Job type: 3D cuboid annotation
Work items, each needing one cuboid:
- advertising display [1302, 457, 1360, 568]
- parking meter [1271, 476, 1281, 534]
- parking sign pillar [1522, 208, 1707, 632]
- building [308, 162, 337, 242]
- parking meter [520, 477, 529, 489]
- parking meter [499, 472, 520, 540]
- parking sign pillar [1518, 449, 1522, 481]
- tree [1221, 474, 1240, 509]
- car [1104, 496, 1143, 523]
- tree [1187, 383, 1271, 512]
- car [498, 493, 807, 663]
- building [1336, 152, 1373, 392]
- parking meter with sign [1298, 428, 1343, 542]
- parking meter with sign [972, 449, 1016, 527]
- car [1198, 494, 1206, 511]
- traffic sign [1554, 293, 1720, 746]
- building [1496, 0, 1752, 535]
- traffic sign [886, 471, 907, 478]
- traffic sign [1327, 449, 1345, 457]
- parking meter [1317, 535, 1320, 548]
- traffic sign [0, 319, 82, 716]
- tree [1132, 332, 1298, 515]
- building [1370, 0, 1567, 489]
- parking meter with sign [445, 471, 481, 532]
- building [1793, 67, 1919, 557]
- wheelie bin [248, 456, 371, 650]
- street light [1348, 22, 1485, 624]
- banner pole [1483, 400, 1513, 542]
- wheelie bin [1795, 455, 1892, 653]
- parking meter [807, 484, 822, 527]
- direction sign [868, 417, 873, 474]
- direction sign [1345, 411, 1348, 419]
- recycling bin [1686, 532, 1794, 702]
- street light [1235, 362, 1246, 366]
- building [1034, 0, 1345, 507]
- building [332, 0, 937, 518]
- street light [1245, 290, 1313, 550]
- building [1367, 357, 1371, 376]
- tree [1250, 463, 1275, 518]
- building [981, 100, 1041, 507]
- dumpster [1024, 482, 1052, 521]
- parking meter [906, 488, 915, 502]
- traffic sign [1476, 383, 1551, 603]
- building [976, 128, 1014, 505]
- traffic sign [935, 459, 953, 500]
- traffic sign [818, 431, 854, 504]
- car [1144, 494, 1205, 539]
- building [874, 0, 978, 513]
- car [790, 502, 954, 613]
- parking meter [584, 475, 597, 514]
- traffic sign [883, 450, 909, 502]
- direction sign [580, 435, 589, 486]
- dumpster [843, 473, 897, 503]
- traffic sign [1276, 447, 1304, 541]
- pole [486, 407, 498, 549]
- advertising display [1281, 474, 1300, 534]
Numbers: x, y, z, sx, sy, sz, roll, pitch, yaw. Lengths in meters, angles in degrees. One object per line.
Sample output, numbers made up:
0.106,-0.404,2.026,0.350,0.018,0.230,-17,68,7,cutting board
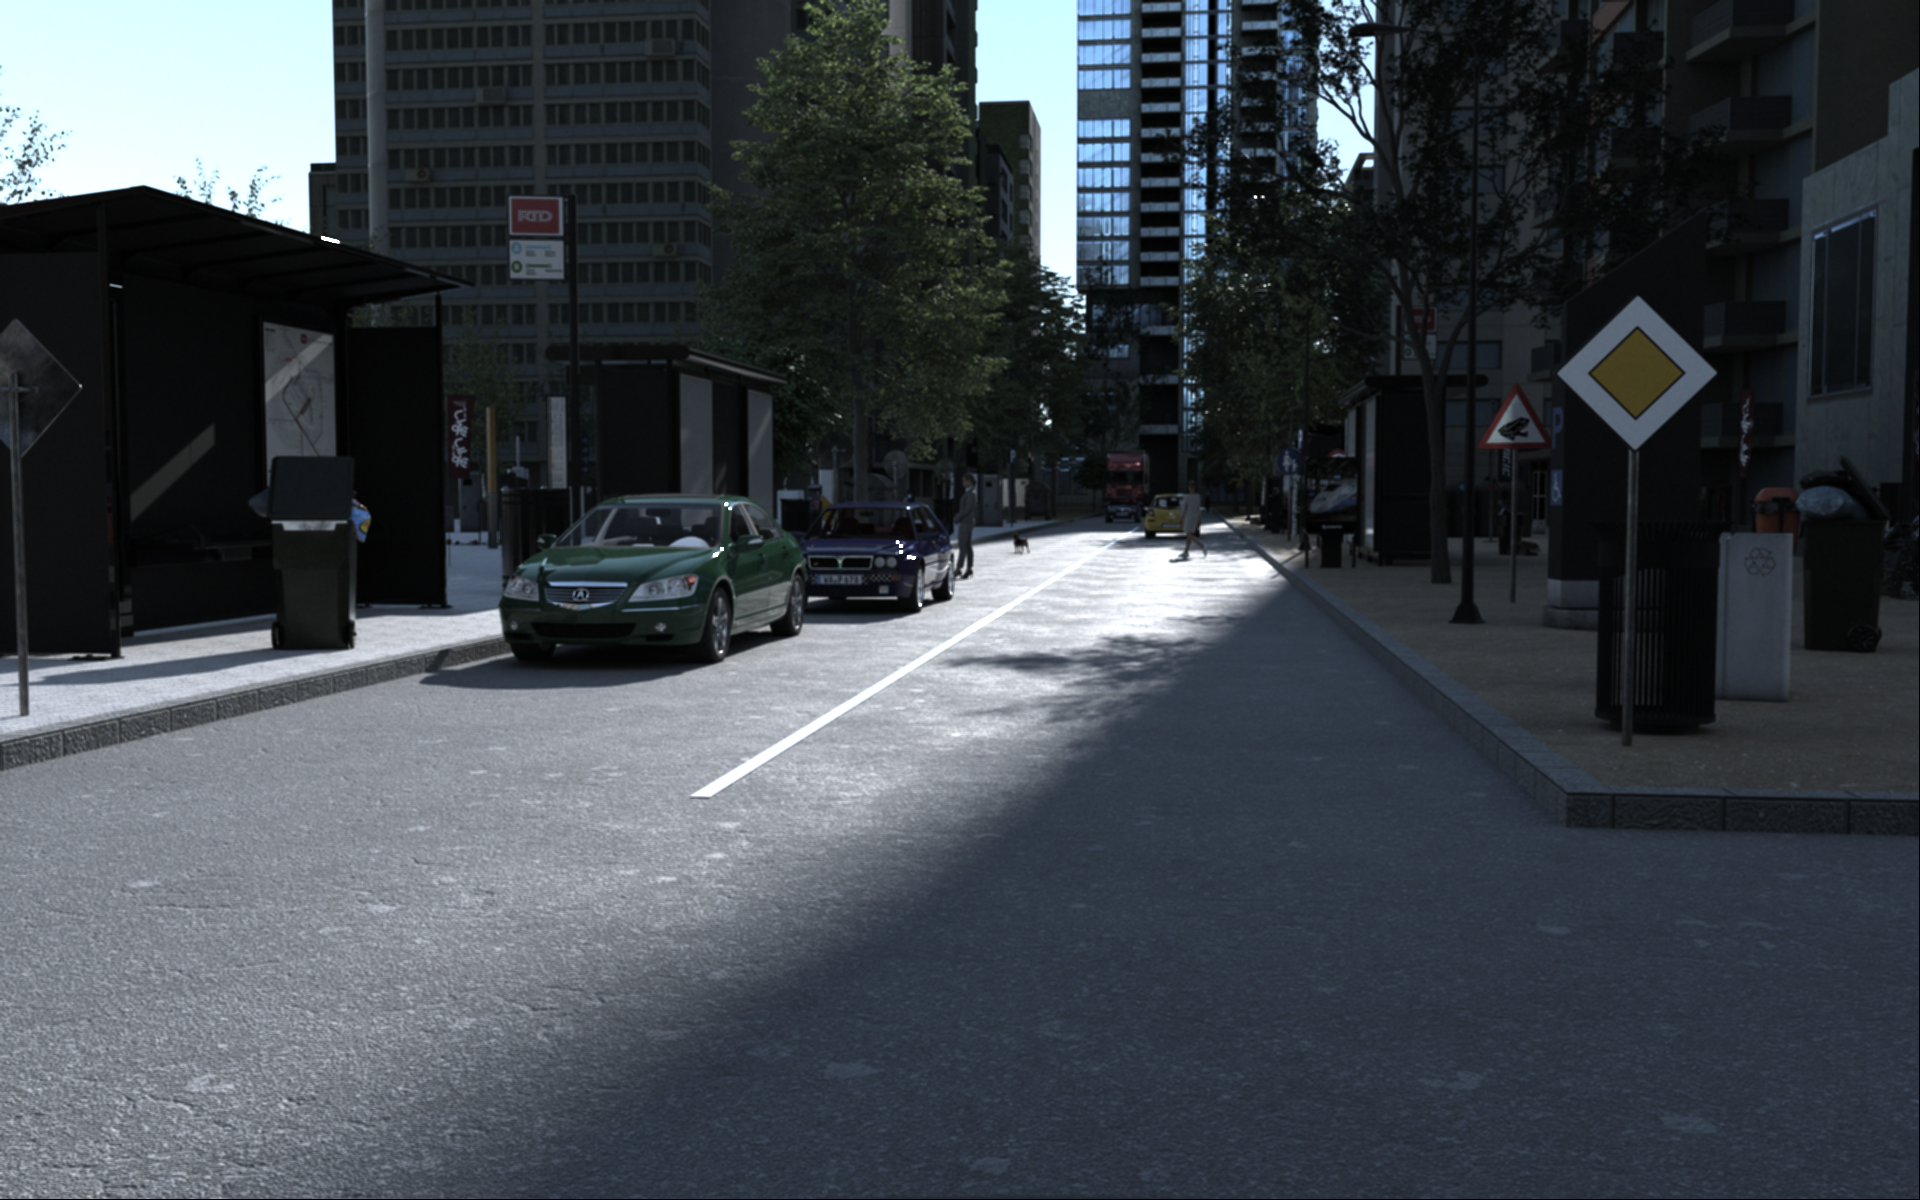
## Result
6.454,-1.523,30.121,0.974,1.923,0.123,0,4,-8,advertising display
10.265,-3.092,56.266,0.255,1.863,0.399,1,4,14,parking meter
6.391,-1.723,16.640,1.447,3.967,1.447,0,4,1,parking sign pillar
-47.332,-23.312,152.852,14.107,30.474,14.160,0,4,8,building
-14.651,-3.200,58.025,0.399,1.863,0.255,-2,4,-32,parking meter
-12.173,-2.503,46.630,0.399,1.863,0.255,1,4,20,parking meter
26.143,-5.535,78.976,1.447,3.967,1.447,0,4,4,parking sign pillar
23.135,-9.434,148.849,1.663,3.219,1.824,0,3,0,tree
8.262,-4.576,87.400,1.945,1.354,3.894,0,4,8,car
19.967,-12.515,122.747,7.486,12.596,7.792,0,3,0,tree
-2.720,-0.274,16.286,2.131,1.459,4.920,0,4,8,car
53.326,-30.232,186.174,23.993,40.220,32.217,0,4,8,building
9.937,-3.056,46.234,1.738,3.016,0.543,0,4,-2,parking meter with sign
1.300,-4.375,67.793,1.738,3.016,0.543,2,4,29,parking meter with sign
19.799,-8.223,146.452,2.014,1.417,4.499,0,4,8,car
3.398,-0.314,8.770,0.795,2.450,0.064,0,4,8,traffic sign
32.642,-24.823,60.478,22.147,44.769,28.867,0,4,8,building
-2.073,-3.421,56.033,0.768,2.556,0.104,1,4,11,traffic sign
10.829,-3.027,49.601,0.768,2.556,0.104,1,4,15,traffic sign
8.714,-2.170,41.186,0.399,1.863,0.255,2,4,27,parking meter
-5.415,-0.387,9.969,0.795,2.450,0.064,0,4,8,traffic sign
17.448,-10.963,105.005,9.928,11.665,9.643,0,3,0,tree
35.207,-34.238,101.783,21.231,58.520,28.212,0,4,8,building
-16.529,-3.796,58.327,1.738,3.016,0.543,-1,4,-19,parking meter with sign
29.727,-43.334,21.177,31.000,86.520,22.319,0,4,8,building
-5.410,-0.401,14.459,0.980,1.594,0.693,-1,4,-12,wheelie bin
4.520,-2.730,17.171,1.470,5.913,1.316,0,4,8,street light
14.388,-3.430,46.100,0.863,3.779,0.401,0,4,-3,banner pole
7.273,-0.390,14.283,0.693,1.594,0.980,2,4,30,wheelie bin
-3.596,-2.105,42.822,0.372,1.533,0.369,0,3,0,parking meter
-2.641,-3.623,51.237,0.379,3.537,0.876,0,4,4,direction sign
10.598,-3.367,47.051,0.379,3.537,0.876,0,4,-6,direction sign
4.918,0.090,11.086,0.722,1.027,0.722,2,4,26,recycling bin
10.345,-5.420,61.164,1.470,5.913,1.316,0,4,8,street light
24.396,-53.229,182.971,31.000,86.520,22.319,0,4,8,building
-18.059,-24.907,99.105,32.217,40.220,23.993,0,4,8,building
7.368,-4.099,39.555,1.470,5.913,1.316,0,4,8,street light
40.558,-50.017,130.453,22.319,86.520,31.000,0,4,8,building
16.267,-5.984,92.437,1.663,3.219,1.824,0,3,0,tree
1.173,-30.622,184.263,14.086,41.232,14.154,0,4,8,building
3.767,-4.788,84.046,1.264,1.857,1.865,0,4,8,dumpster
-2.144,-4.077,75.064,0.372,1.533,0.369,0,3,0,parking meter
6.536,-1.248,20.415,0.884,2.594,0.081,1,4,14,traffic sign
-2.735,-22.939,146.759,14.107,30.474,14.160,0,4,8,building
-0.555,-3.841,62.904,0.768,2.556,0.104,1,4,13,traffic sign
-2.501,-2.120,34.766,0.768,2.556,0.104,1,4,13,traffic sign
6.987,-2.841,56.682,2.015,1.641,3.980,1,4,9,car
-6.621,-26.507,116.978,14.154,41.232,14.086,0,4,8,building
-1.142,-0.593,22.272,1.945,1.354,3.894,1,4,8,car
-11.068,-2.838,52.114,0.399,1.863,0.255,2,4,24,parking meter
-1.861,-3.051,49.986,0.768,2.556,0.104,1,4,15,traffic sign
-14.672,-4.583,66.929,0.876,3.537,0.379,2,4,33,direction sign
-2.538,-2.615,48.509,1.264,1.857,1.865,0,4,8,dumpster
8.987,-2.881,47.204,0.768,2.556,0.104,0,4,8,traffic sign
-10.986,-2.862,40.640,0.158,3.312,0.155,0,3,0,pole
10.751,-3.067,55.354,0.974,1.923,0.123,0,4,-3,advertising display
